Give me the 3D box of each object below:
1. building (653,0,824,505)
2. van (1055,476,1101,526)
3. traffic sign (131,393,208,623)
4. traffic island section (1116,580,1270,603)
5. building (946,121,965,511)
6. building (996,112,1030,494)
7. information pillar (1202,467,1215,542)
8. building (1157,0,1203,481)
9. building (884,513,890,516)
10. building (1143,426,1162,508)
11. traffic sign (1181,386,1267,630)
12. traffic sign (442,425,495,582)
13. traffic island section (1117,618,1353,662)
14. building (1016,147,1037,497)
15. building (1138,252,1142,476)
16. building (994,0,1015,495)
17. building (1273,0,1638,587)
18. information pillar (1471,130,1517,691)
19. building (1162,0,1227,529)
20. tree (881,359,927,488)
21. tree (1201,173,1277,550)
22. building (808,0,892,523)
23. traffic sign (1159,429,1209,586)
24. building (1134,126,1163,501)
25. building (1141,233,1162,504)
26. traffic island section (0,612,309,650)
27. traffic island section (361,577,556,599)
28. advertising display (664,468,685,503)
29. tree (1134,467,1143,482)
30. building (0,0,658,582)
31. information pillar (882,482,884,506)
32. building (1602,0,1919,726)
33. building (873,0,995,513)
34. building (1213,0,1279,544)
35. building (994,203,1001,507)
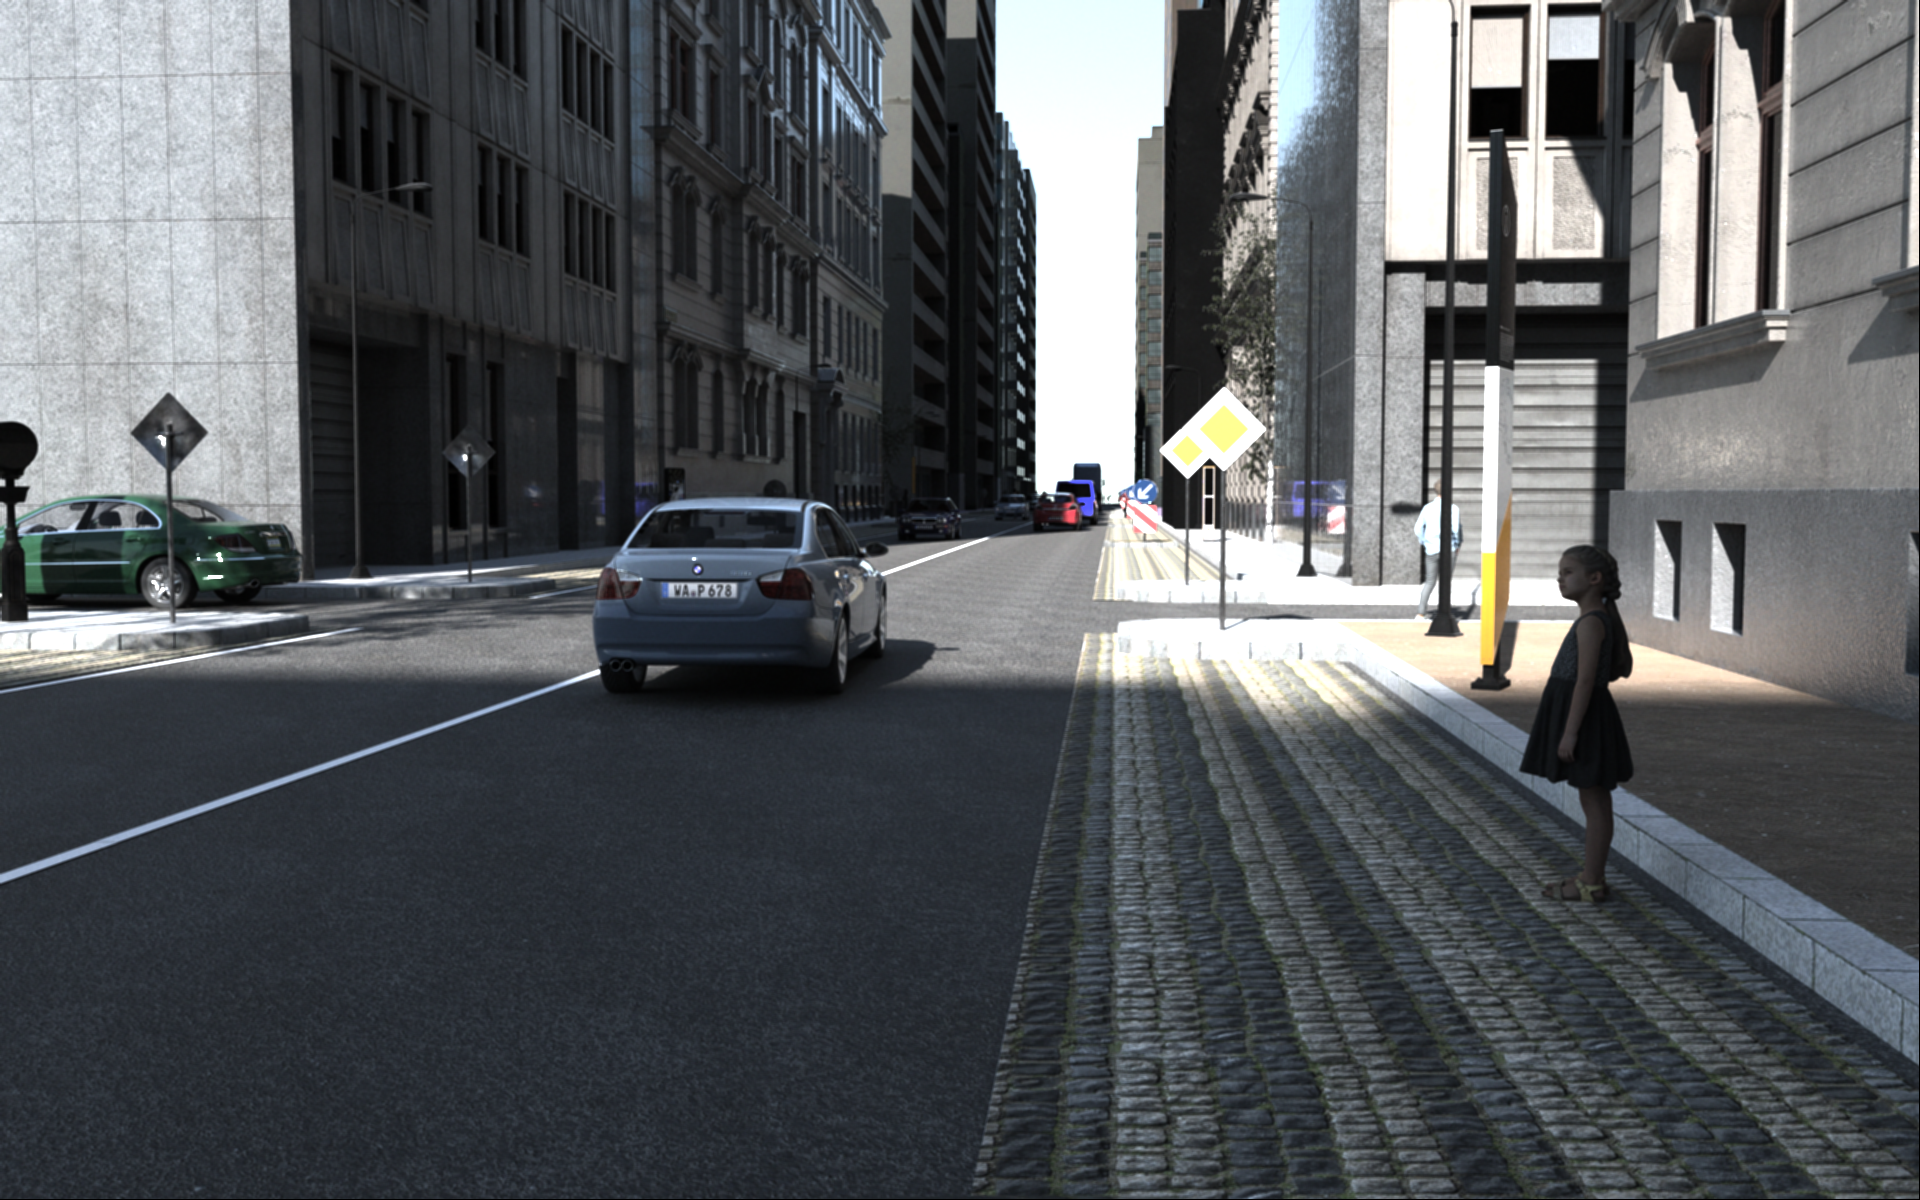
[{"bbox_3d":[-12.900,-16.458,56.482,14.401,28.519,23.554,0,4,5],"label":"building"},{"bbox_3d":[5.392,-4.639,80.239,2.240,2.365,5.245,0,4,6],"label":"van"},{"bbox_3d":[-7.836,-0.828,17.184,0.795,2.450,0.064,0,4,5],"label":"traffic sign"},{"bbox_3d":[3.200,-0.122,24.277,2.009,0.180,2.903,0,4,5],"label":"traffic island section"},{"bbox_3d":[-7.224,-21.895,129.682,14.160,30.474,14.107,0,4,5],"label":"building"},{"bbox_3d":[-3.295,-36.705,219.728,23.786,49.044,30.456,0,4,5],"label":"building"},{"bbox_3d":[6.636,-2.556,46.279,0.304,2.012,0.304,0,4,3],"label":"information pillar"},{"bbox_3d":[22.839,-29.624,134.466,14.600,45.320,14.200,0,4,5],"label":"building"},{"bbox_3d":[-12.481,-29.832,111.460,21.300,48.544,21.600,0,4,5],"label":"building"},{"bbox_3d":[28.165,-51.542,155.382,22.319,86.520,31.000,0,4,5],"label":"building"},{"bbox_3d":[2.466,-0.771,16.248,0.795,2.450,0.064,0,4,5],"label":"traffic sign"},{"bbox_3d":[-7.126,-1.315,25.138,0.795,2.450,0.064,0,4,5],"label":"traffic sign"},{"bbox_3d":[2.490,0.364,16.324,2.009,0.180,2.903,0,4,5],"label":"traffic island section"},{"bbox_3d":[-0.297,-38.034,245.559,21.300,48.544,21.600,0,4,5],"label":"building"},{"bbox_3d":[28.314,-26.603,206.660,14.160,30.474,14.107,0,4,5],"label":"building"},{"bbox_3d":[-4.268,-46.196,193.552,20.563,71.187,20.611,0,4,5],"label":"building"},{"bbox_3d":[15.862,-12.863,28.329,19.932,24.808,12.078,0,4,5],"label":"building"},{"bbox_3d":[3.559,-1.228,11.440,0.183,3.616,0.504,2,4,29],"label":"information pillar"},{"bbox_3d":[14.600,-14.673,69.578,12.332,23.373,15.834,0,4,5],"label":"building"},{"bbox_3d":[-4.108,-8.714,92.842,4.360,8.622,3.978,0,3,0],"label":"tree"},{"bbox_3d":[7.303,-5.459,39.610,4.360,8.622,3.978,0,3,0],"label":"tree"},{"bbox_3d":[-10.955,-17.926,79.001,13.634,28.700,20.117,0,4,5],"label":"building"},{"bbox_3d":[3.175,-1.257,24.202,0.795,2.450,0.064,0,4,5],"label":"traffic sign"},{"bbox_3d":[33.398,-36.689,223.571,21.300,48.544,21.600,0,4,5],"label":"building"},{"bbox_3d":[27.676,-25.717,192.180,14.160,30.474,14.107,0,4,5],"label":"building"},{"bbox_3d":[-7.860,0.308,17.248,2.009,0.180,2.903,0,4,5],"label":"traffic island section"},{"bbox_3d":[-7.150,-0.179,25.202,2.009,0.180,2.903,0,4,5],"label":"traffic island section"},{"bbox_3d":[-7.019,-2.289,42.640,0.123,1.923,0.974,1,4,15],"label":"advertising display"},{"bbox_3d":[19.874,-12.116,181.811,4.285,4.588,4.351,0,3,0],"label":"tree"},{"bbox_3d":[-14.704,-13.269,34.968,12.078,24.808,19.932,0,4,5],"label":"building"},{"bbox_3d":[-4.368,-5.609,96.200,0.304,2.012,0.304,-1,4,-12],"label":"information pillar"},{"bbox_3d":[11.050,-13.199,3.189,14.401,28.519,23.554,0,4,5],"label":"building"},{"bbox_3d":[-8.393,-32.019,147.211,21.300,48.544,21.600,0,4,5],"label":"building"},{"bbox_3d":[13.344,-13.632,51.762,11.050,23.489,19.941,0,4,5],"label":"building"},{"bbox_3d":[-3.537,-24.098,165.695,14.160,30.474,14.107,0,4,5],"label":"building"}]
